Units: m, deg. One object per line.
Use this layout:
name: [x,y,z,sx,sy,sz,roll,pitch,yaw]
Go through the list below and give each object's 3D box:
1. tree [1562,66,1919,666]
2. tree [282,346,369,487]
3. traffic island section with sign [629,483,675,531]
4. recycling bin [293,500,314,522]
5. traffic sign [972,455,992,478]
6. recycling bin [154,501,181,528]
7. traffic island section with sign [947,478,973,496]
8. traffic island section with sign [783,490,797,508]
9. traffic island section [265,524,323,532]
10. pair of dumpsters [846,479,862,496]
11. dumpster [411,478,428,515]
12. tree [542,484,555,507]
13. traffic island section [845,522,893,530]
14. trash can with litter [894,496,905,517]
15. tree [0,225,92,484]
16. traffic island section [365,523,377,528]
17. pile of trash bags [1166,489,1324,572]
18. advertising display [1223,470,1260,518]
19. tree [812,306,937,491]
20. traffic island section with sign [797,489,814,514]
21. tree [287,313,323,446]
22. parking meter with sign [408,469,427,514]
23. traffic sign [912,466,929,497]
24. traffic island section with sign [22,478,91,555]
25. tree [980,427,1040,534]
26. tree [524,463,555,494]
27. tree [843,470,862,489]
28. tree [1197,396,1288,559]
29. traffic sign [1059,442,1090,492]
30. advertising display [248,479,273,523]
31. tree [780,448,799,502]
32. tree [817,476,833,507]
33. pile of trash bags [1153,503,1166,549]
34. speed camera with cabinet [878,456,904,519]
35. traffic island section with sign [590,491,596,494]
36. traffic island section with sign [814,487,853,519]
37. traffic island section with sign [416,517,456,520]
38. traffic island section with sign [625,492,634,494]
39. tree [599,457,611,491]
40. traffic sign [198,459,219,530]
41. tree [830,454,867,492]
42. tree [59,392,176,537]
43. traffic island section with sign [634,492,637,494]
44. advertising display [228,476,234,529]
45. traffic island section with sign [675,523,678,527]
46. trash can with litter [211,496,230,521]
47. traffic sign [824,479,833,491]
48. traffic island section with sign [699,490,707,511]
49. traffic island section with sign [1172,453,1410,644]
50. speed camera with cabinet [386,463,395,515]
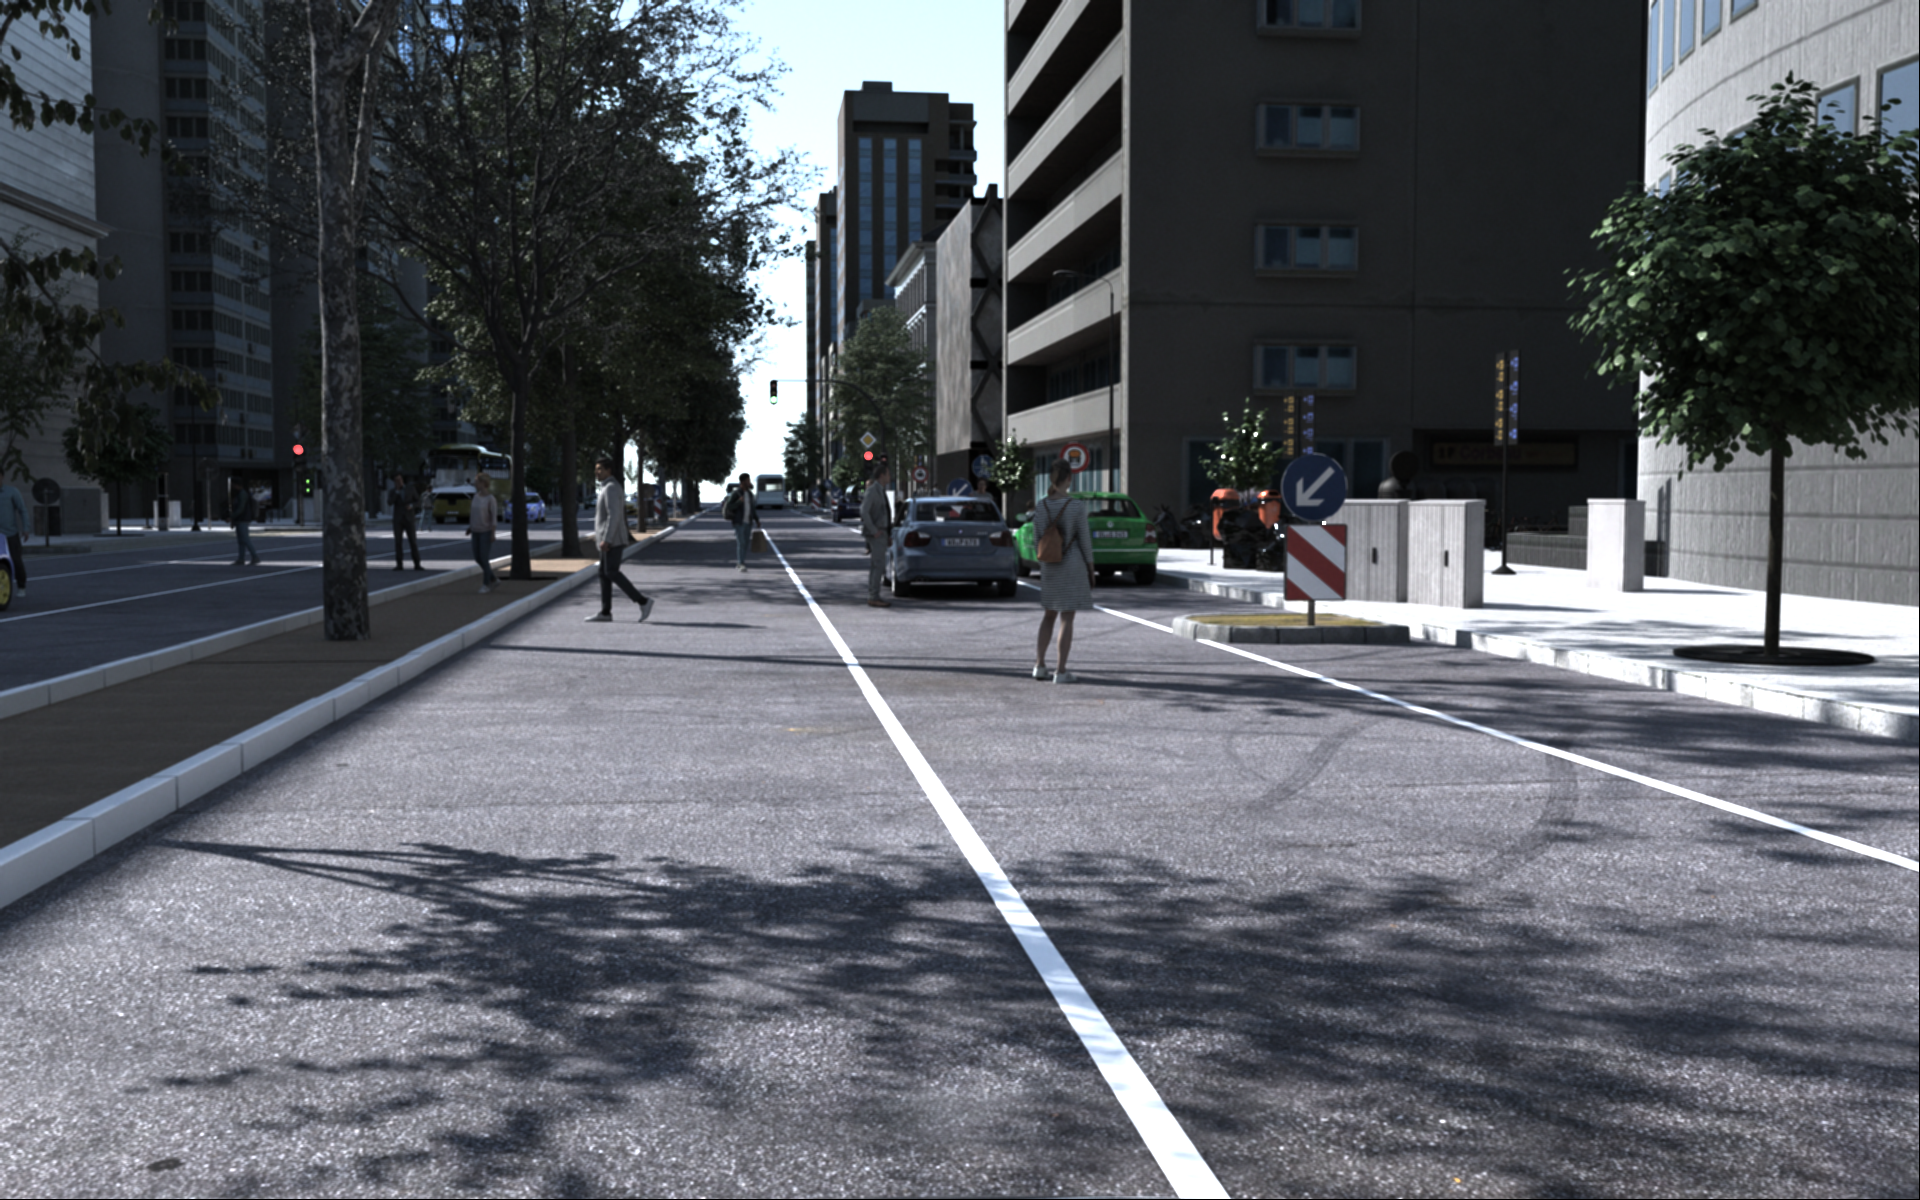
tree: [6.311,-1.824,13.531,4.285,4.588,4.351,0,3,0]
tree: [-30.384,-8.107,82.911,4.737,8.622,4.395,0,3,0]
traffic island section with sign: [-12.433,-3.692,68.501,2.006,1.907,1.989,0,4,-7]
recycling bin: [-29.945,-4.070,79.101,0.722,1.027,0.722,2,4,25]
traffic sign: [0.781,-3.449,56.502,0.768,2.556,0.104,0,4,-2]
recycling bin: [-29.801,-3.216,65.133,0.722,1.027,0.722,0,4,-1]
traffic island section with sign: [-0.199,-2.182,44.306,1.989,1.847,2.006,0,4,-7]
traffic island section with sign: [-17.076,-10.273,176.584,1.989,1.847,2.006,0,4,-7]
traffic island section: [-25.329,-2.712,66.626,2.009,0.180,2.903,0,4,-7]
pair of dumpsters: [-6.508,-6.752,112.886,1.574,2.255,4.437,0,4,-7]
dumpster: [-32.147,-6.173,103.423,1.502,2.255,1.985,0,4,-7]
tree: [-41.004,-10.827,171.618,1.663,3.219,1.824,0,3,0]
traffic island section: [-4.077,-3.369,77.372,2.009,0.180,2.903,0,4,-7]
trash can with litter: [-2.614,-4.365,82.749,1.055,1.170,0.624,1,4,18]
tree: [-25.782,-5.892,46.696,4.737,8.622,4.395,0,3,0]
traffic island section: [-26.339,-3.197,74.547,2.009,0.180,2.903,0,4,-7]
pile of trash bags: [5.309,-1.246,30.126,1.912,1.369,3.447,-1,4,-22]
advertising display: [6.965,-2.294,42.715,0.974,1.923,0.123,0,4,-2]
tree: [-4.799,-11.425,104.923,7.486,12.596,7.792,0,3,0]
traffic island section with sign: [-10.664,-7.200,126.346,1.989,1.847,2.006,0,4,-7]
tree: [-30.862,-10.471,89.325,7.486,12.596,7.792,0,3,0]
parking meter with sign: [-34.930,-7.001,110.720,1.738,3.016,0.543,-1,4,-23]
traffic sign: [-1.796,-4.786,78.365,0.768,2.556,0.104,0,4,-2]
traffic island section with sign: [-22.160,-2.022,41.686,1.989,1.847,2.006,0,4,-7]
tree: [1.551,-3.392,50.055,1.663,3.219,1.824,0,3,0]
tree: [-39.483,-10.907,162.049,4.285,4.588,4.351,0,3,0]
tree: [-7.329,-7.889,123.593,1.663,3.219,1.824,0,3,0]
tree: [5.731,-2.431,34.345,1.663,3.219,1.824,0,3,0]
traffic sign: [2.807,-2.596,42.543,0.768,2.556,0.104,0,4,0]
advertising display: [-30.851,-4.355,76.416,0.974,1.923,0.123,-1,4,-23]
tree: [-26.209,-19.495,269.101,4.360,8.622,3.978,0,3,0]
tree: [-13.942,-11.227,178.159,1.663,3.219,1.824,0,3,0]
pile of trash bags: [6.231,-1.926,41.244,3.447,1.369,1.912,-2,4,-28]
speed camera with cabinet: [-3.687,-5.868,90.285,0.660,3.252,2.038,-2,4,-33]
traffic island section with sign: [-42.435,-11.738,200.543,1.989,1.847,2.006,0,4,-7]
traffic island section with sign: [-7.221,-5.556,99.470,1.989,1.847,2.006,0,4,-7]
traffic island section with sign: [-29.167,-5.379,96.567,1.989,1.847,2.006,0,4,-7]
traffic island section with sign: [-49.347,-15.051,254.713,1.989,1.847,2.006,0,4,-7]
tree: [-52.677,-18.965,260.445,4.360,8.622,3.978,0,3,0]
traffic sign: [-27.069,-3.810,62.397,0.768,2.556,0.104,0,4,-3]
tree: [-8.559,-9.300,135.773,4.285,4.588,4.351,0,3,0]
tree: [-25.693,-4.225,52.798,4.285,4.588,4.351,0,3,0]
traffic island section with sign: [-52.846,-16.736,282.253,1.989,1.847,2.006,0,4,-7]
advertising display: [-26.713,-3.565,63.500,0.123,1.923,0.974,-2,4,-26]
traffic island section with sign: [-13.361,-4.142,75.850,2.006,1.907,1.989,0,4,-7]
trash can with litter: [-35.530,-4.398,83.302,1.055,1.170,0.624,-3,5,-44]
traffic sign: [-11.250,-9.036,147.846,0.768,2.556,0.104,0,4,-1]
traffic island section with sign: [-22.882,-8.700,150.385,2.006,1.907,1.989,0,4,-7]
traffic island section with sign: [3.224,-0.542,17.493,1.989,1.847,2.006,0,4,-7]
speed camera with cabinet: [-34.594,-6.809,105.667,0.660,3.252,2.038,-2,4,-24]
